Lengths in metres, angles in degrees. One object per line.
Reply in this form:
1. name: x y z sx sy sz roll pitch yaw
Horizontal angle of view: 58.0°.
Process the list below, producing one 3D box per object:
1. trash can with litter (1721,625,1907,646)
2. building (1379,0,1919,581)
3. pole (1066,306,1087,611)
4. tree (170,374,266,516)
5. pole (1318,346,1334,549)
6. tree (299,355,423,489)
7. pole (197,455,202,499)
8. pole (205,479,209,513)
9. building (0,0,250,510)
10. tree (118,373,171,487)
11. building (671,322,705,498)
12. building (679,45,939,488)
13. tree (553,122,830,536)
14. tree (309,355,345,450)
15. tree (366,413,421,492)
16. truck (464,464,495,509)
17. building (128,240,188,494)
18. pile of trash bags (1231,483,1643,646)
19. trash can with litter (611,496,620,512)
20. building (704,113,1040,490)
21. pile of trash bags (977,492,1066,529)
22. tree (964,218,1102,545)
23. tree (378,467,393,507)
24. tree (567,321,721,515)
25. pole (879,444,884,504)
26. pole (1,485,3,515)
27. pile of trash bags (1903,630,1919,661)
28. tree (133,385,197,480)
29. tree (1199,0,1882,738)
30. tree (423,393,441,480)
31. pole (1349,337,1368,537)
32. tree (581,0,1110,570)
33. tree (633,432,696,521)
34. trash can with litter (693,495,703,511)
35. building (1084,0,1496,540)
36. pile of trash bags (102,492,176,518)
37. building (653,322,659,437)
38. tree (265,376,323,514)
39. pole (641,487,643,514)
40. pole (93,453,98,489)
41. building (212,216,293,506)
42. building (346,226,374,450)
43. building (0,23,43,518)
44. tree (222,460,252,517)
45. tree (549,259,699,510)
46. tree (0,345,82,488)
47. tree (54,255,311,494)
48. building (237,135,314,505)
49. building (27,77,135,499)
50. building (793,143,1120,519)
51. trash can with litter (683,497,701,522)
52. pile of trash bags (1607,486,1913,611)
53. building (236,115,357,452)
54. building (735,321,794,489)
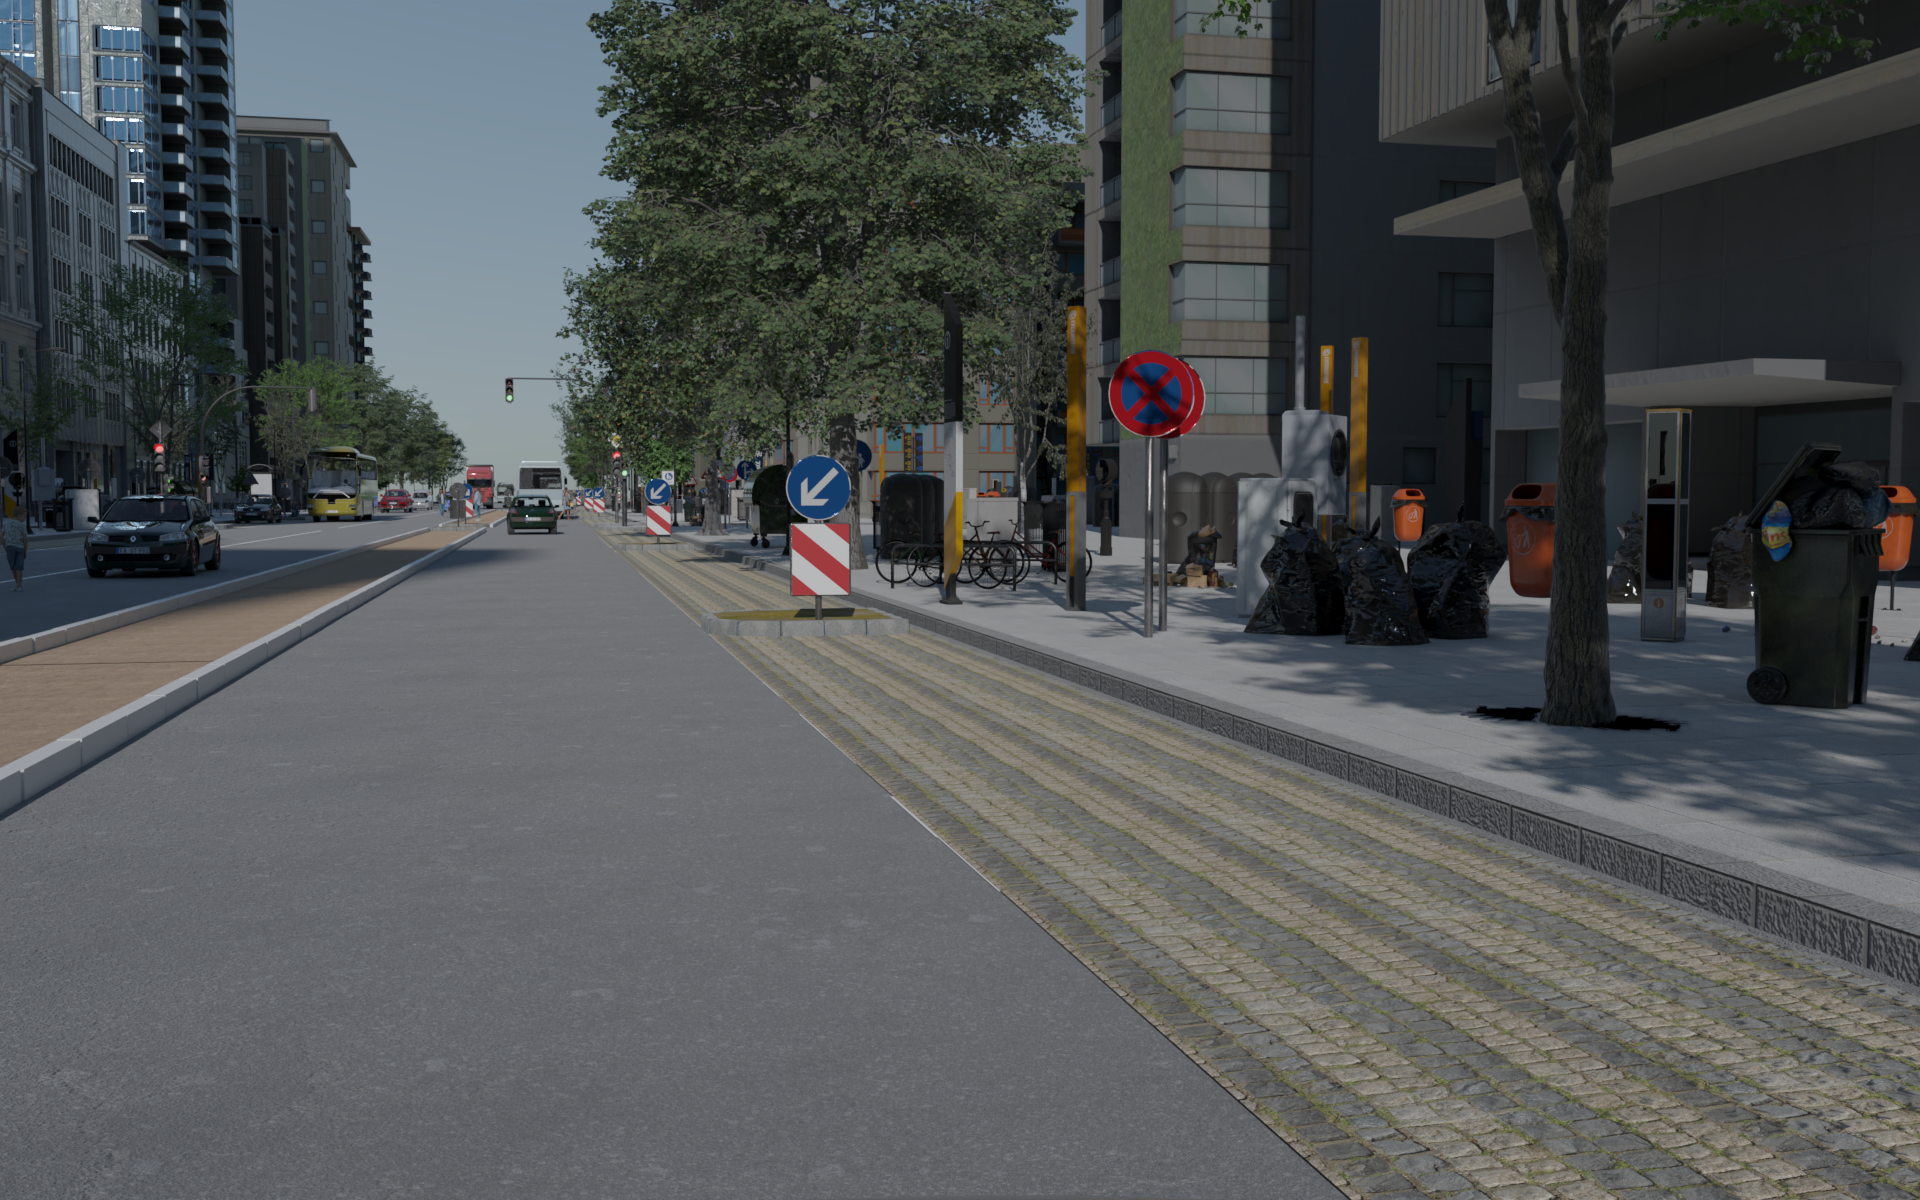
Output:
1. trash can with litter: 7.868 -0.288 15.763 1.678 1.210 2.233 2 4 29
2. building: 24.780 -26.694 25.686 28.713 52.752 27.495 -1 4 -13
3. pole: 1.274 -1.534 18.930 0.158 3.312 0.155 0 3 0
4. tree: -43.660 -9.269 101.906 4.360 8.622 3.978 0 3 0
5. pole: 5.060 -1.842 23.952 0.158 3.312 0.155 0 3 0
6. tree: -55.015 -15.377 158.072 9.857 13.997 8.962 0 3 0
7. pole: -39.295 -5.851 89.511 0.158 3.312 0.155 0 3 0
8. pole: -41.137 -6.158 94.519 0.158 3.312 0.155 0 3 0
9. building: -76.277 -51.425 153.478 22.319 86.520 31.000 -1 4 -13
10. tree: -49.091 -9.519 105.997 4.360 8.622 3.978 0 3 0
11. building: -34.873 -37.345 265.215 22.147 44.769 28.867 -1 4 -13
12. building: -17.885 -37.658 204.943 28.713 52.752 27.495 -1 4 -13
13. tree: -7.787 -8.342 53.399 9.611 12.733 9.660 0 3 0
14. tree: -48.501 -12.447 129.260 9.928 11.665 9.643 0 3 0
15. tree: -61.990 -15.483 187.562 8.767 10.594 7.601 1 4 19
16. truck: -46.111 -10.861 166.488 2.839 4.237 11.283 -1 4 -14
17. building: -63.107 -16.937 126.067 9.793 20.994 18.267 -1 4 -13
18. pile of trash bags: 4.064 -0.334 15.210 1.912 1.369 3.447 -2 4 -26
19. trash can with litter: -25.126 -7.052 126.694 0.624 1.170 1.055 -2 4 -30
20. building: -10.171 -29.900 180.741 32.217 40.220 23.993 -1 4 -13
21. pile of trash bags: 2.450 -3.321 64.050 3.447 1.369 1.912 2 4 30
22. tree: 1.578 -5.654 42.810 4.360 8.622 3.978 0 3 0
23. tree: -59.233 -11.728 175.464 4.285 4.588 4.351 0 3 0
24. tree: -16.028 -9.635 91.941 8.767 10.594 7.601 1 4 11
25. pole: -3.206 -4.712 70.888 0.158 3.312 0.155 0 3 0
26. pole: -32.854 -3.995 59.168 0.158 3.312 0.155 0 3 0
27. pile of trash bags: 8.415 -0.146 12.139 1.912 1.369 3.447 -1 4 -10
28. tree: -52.896 -10.094 115.405 4.737 8.622 4.395 0 3 0
29. tree: 3.291 -5.115 9.392 9.928 11.665 9.643 0 3 0
30. tree: -65.482 -18.089 202.408 9.857 13.997 8.962 0 3 0
31. pole: 5.216 -1.764 22.690 0.158 3.312 0.155 0 3 0
32. tree: -1.918 -7.488 29.082 9.857 13.997 8.962 0 3 0
33. tree: -14.131 -6.064 82.867 4.285 4.588 4.351 0 3 0
34. trash can with litter: -14.702 -5.101 94.462 2.233 1.210 1.678 -2 4 -26
35. building: 11.210 -22.647 53.878 14.154 41.232 14.086 -1 4 -13
36. pile of trash bags: -40.456 -4.632 85.482 3.447 1.369 1.912 -2 4 -29
37. building: -40.983 -41.251 294.065 23.786 49.044 30.456 -1 4 -13
38. tree: -42.385 -9.681 108.653 4.360 8.622 3.978 0 3 0
39. pole: -20.660 -7.276 112.810 0.158 3.312 0.155 0 3 0
40. pole: -42.913 -5.637 86.012 0.158 3.312 0.155 0 3 0
41. building: -77.378 -24.854 178.060 14.160 30.474 14.107 -1 4 -13
42. building: -104.537 -37.783 272.383 22.147 44.769 28.867 -1 4 -13
43. building: -56.157 -18.423 87.127 13.634 28.700 20.117 -1 4 -13
44. tree: -40.433 -6.301 97.617 1.663 3.219 1.824 0 3 0
45. tree: -26.129 -17.241 137.772 12.611 20.169 13.585 0 3 0
46. tree: -45.056 -8.216 84.687 4.737 8.622 4.395 0 3 0
47. tree: -35.335 -9.225 76.581 9.928 11.665 9.643 0 3 0
48. building: -80.080 -31.068 191.552 14.154 41.232 14.086 -1 4 -13
49. building: -60.109 -17.679 107.069 12.078 24.808 19.932 -1 4 -13
50. building: 6.283 -15.919 105.320 28.899 21.520 27.650 -1 4 -13
51. trash can with litter: -12.094 -4.106 78.521 0.624 1.170 1.055 -3 5 -45
52. pile of trash bags: 9.154 -0.624 19.948 1.912 1.369 3.447 -3 5 -44
53. building: -100.817 -40.054 244.114 28.713 52.752 27.495 -1 4 -13
54. building: -2.204 -17.784 135.814 27.650 21.520 28.899 -1 4 -13
